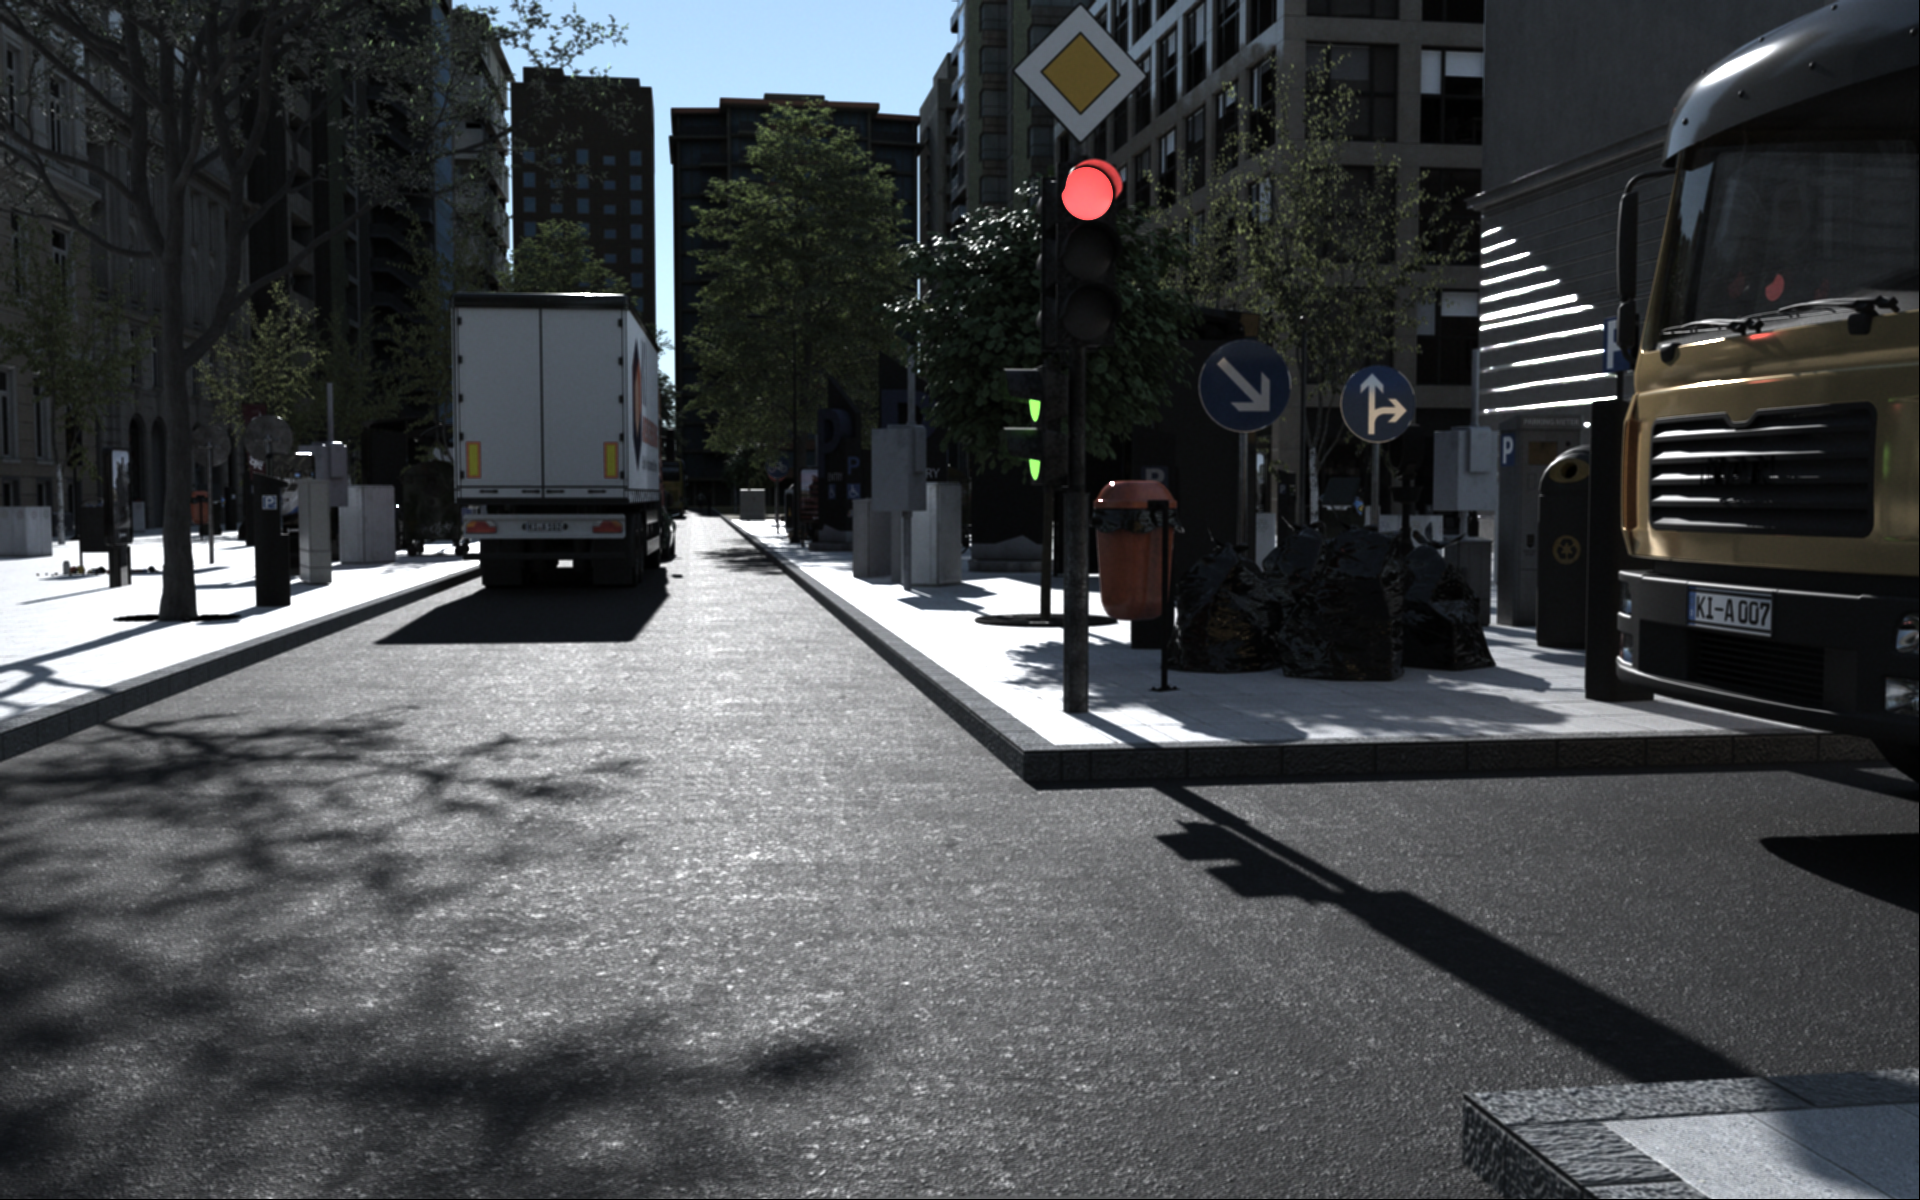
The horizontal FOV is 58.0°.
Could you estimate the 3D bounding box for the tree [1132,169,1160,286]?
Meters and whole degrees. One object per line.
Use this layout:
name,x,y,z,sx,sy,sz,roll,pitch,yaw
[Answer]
tree,5.547,-5.275,36.608,4.360,8.622,3.978,0,3,0

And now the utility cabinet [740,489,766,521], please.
utility cabinet,-9.853,-4.502,82.281,1.173,1.500,0.318,0,4,3

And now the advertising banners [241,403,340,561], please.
advertising banners,-12.801,-2.270,33.302,2.074,3.025,0.090,0,4,7

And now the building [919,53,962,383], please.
building,6.416,-34.989,195.775,21.600,48.544,21.300,-1,4,-9

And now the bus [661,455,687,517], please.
bus,-18.681,-7.187,109.046,2.896,3.916,12.252,-1,4,-8

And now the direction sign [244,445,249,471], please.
direction sign,-26.544,-4.479,65.228,0.379,3.537,0.876,2,4,32

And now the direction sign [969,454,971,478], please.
direction sign,0.781,-5.512,82.114,0.876,3.537,0.379,-3,4,-37

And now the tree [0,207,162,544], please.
tree,-22.658,-5.722,43.923,4.737,8.622,4.395,0,3,0

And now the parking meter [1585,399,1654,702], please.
parking meter,4.137,-0.310,10.783,0.399,1.863,0.255,-1,4,-21

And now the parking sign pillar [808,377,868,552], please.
parking sign pillar,-2.729,-3.104,39.230,1.447,3.967,1.447,-2,4,-33

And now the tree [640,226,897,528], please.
tree,-6.024,-8.553,65.589,9.928,11.665,9.643,0,3,0

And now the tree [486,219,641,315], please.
tree,-16.883,-9.426,72.247,7.486,12.596,7.792,0,3,0

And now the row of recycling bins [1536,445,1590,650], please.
row of recycling bins,5.654,-0.379,13.312,1.069,1.692,3.534,-1,4,-13

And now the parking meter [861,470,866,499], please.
parking meter,-2.413,-2.201,41.702,0.255,1.863,0.399,-1,4,-12

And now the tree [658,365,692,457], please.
tree,-27.512,-14.684,146.745,9.857,13.997,8.962,0,3,0

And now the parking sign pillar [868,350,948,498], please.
parking sign pillar,-0.874,-2.683,32.346,1.447,3.967,1.447,0,4,3

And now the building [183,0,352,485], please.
building,-39.447,-19.287,87.049,14.160,30.474,14.107,-1,4,-9

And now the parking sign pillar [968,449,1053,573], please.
parking sign pillar,0.862,-2.471,28.870,1.447,3.967,1.447,1,4,22

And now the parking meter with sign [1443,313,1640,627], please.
parking meter with sign,5.639,-1.262,16.902,1.738,3.016,0.543,0,4,-7

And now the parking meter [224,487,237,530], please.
parking meter,-25.863,-3.241,61.403,0.372,1.533,0.369,0,3,0

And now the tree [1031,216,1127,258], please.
tree,2.739,-5.771,44.714,4.737,8.622,4.395,0,3,0

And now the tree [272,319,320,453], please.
tree,-23.238,-7.101,66.456,4.737,8.622,4.395,0,3,0

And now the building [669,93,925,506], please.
building,-19.126,-32.904,192.601,28.867,44.769,22.147,-1,4,-9

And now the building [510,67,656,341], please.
building,-39.947,-32.779,186.055,14.200,45.320,14.600,-1,4,-9

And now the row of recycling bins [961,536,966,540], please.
row of recycling bins,-1.141,-2.591,49.468,1.069,1.692,3.534,-3,5,-41

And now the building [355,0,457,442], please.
building,-47.290,-29.604,134.133,14.200,45.320,14.600,-1,4,-9

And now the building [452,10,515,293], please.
building,-61.576,-36.703,189.327,27.495,52.752,28.713,-1,4,-9

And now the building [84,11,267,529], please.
building,-36.321,-13.739,66.430,13.314,21.916,24.055,-1,4,-9

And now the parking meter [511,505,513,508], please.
parking meter,-17.810,-3.674,68.485,0.372,1.533,0.369,0,3,0

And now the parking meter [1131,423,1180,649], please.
parking meter,1.625,-0.530,14.382,0.399,1.863,0.255,0,4,6

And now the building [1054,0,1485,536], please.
building,16.724,-16.289,70.835,19.350,26.468,34.151,-1,4,-9

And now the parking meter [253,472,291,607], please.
parking meter,-7.889,-0.700,19.858,0.372,1.533,0.369,0,3,0

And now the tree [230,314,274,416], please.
tree,-27.613,-7.390,71.181,4.737,8.622,4.395,0,3,0

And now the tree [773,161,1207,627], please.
tree,0.785,-2.051,17.241,4.285,4.588,4.351,0,3,0

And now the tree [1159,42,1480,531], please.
tree,6.045,-4.792,28.716,4.360,8.622,3.978,0,3,0

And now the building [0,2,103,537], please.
building,-32.372,-15.818,44.523,13.634,28.700,20.117,-1,4,-9

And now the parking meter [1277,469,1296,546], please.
parking meter,7.560,-2.102,40.078,0.255,1.863,0.399,-2,4,-35

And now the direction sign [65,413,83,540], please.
direction sign,-24.592,-3.433,48.126,0.876,3.537,0.379,3,4,38

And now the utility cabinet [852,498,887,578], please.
utility cabinet,-1.342,-0.969,27.002,0.306,1.237,1.020,1,4,22

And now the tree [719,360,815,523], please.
tree,-8.407,-7.757,77.196,4.737,8.622,4.395,0,3,0

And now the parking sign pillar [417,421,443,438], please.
parking sign pillar,-19.623,-4.600,63.688,1.447,3.967,1.447,-1,4,-10

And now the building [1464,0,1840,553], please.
building,23.840,-11.764,34.138,24.055,21.916,13.314,-1,4,-9

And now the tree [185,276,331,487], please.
tree,-23.205,-6.557,57.573,4.360,8.622,3.978,0,3,0

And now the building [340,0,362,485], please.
building,-45.157,-40.624,102.461,20.563,71.187,20.611,-1,4,-9

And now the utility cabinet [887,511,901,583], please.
utility cabinet,-0.524,-0.870,25.380,1.020,1.237,0.306,-3,4,-37

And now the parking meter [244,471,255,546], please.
parking meter,-17.602,-2.293,43.203,0.399,1.863,0.255,-3,5,-41

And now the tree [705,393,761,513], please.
tree,-15.228,-10.211,117.314,4.360,8.622,3.978,0,3,0

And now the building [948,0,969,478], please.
building,7.599,-50.121,132.153,22.319,86.520,31.000,-1,4,-9

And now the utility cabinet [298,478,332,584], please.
utility cabinet,-9.276,-0.993,24.922,0.318,1.500,1.173,-2,4,-27

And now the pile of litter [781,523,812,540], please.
pile of litter,-4.331,-2.122,48.654,1.719,0.858,1.176,-3,4,-36

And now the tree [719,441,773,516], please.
tree,-12.062,-7.295,102.994,4.285,4.588,4.351,0,3,0

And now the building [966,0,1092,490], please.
building,7.214,-26.103,110.382,14.154,41.232,14.086,-1,4,-9

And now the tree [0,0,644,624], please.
tree,-7.855,-6.543,17.346,12.009,13.543,11.850,0,3,0

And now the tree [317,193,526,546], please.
tree,-12.512,-5.668,43.036,4.737,8.622,4.395,0,3,0

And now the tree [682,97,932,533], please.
tree,-4.246,-8.080,50.227,7.486,12.596,7.792,0,3,0

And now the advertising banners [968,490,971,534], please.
advertising banners,0.883,-3.653,55.915,2.074,3.025,0.090,-2,4,-34
